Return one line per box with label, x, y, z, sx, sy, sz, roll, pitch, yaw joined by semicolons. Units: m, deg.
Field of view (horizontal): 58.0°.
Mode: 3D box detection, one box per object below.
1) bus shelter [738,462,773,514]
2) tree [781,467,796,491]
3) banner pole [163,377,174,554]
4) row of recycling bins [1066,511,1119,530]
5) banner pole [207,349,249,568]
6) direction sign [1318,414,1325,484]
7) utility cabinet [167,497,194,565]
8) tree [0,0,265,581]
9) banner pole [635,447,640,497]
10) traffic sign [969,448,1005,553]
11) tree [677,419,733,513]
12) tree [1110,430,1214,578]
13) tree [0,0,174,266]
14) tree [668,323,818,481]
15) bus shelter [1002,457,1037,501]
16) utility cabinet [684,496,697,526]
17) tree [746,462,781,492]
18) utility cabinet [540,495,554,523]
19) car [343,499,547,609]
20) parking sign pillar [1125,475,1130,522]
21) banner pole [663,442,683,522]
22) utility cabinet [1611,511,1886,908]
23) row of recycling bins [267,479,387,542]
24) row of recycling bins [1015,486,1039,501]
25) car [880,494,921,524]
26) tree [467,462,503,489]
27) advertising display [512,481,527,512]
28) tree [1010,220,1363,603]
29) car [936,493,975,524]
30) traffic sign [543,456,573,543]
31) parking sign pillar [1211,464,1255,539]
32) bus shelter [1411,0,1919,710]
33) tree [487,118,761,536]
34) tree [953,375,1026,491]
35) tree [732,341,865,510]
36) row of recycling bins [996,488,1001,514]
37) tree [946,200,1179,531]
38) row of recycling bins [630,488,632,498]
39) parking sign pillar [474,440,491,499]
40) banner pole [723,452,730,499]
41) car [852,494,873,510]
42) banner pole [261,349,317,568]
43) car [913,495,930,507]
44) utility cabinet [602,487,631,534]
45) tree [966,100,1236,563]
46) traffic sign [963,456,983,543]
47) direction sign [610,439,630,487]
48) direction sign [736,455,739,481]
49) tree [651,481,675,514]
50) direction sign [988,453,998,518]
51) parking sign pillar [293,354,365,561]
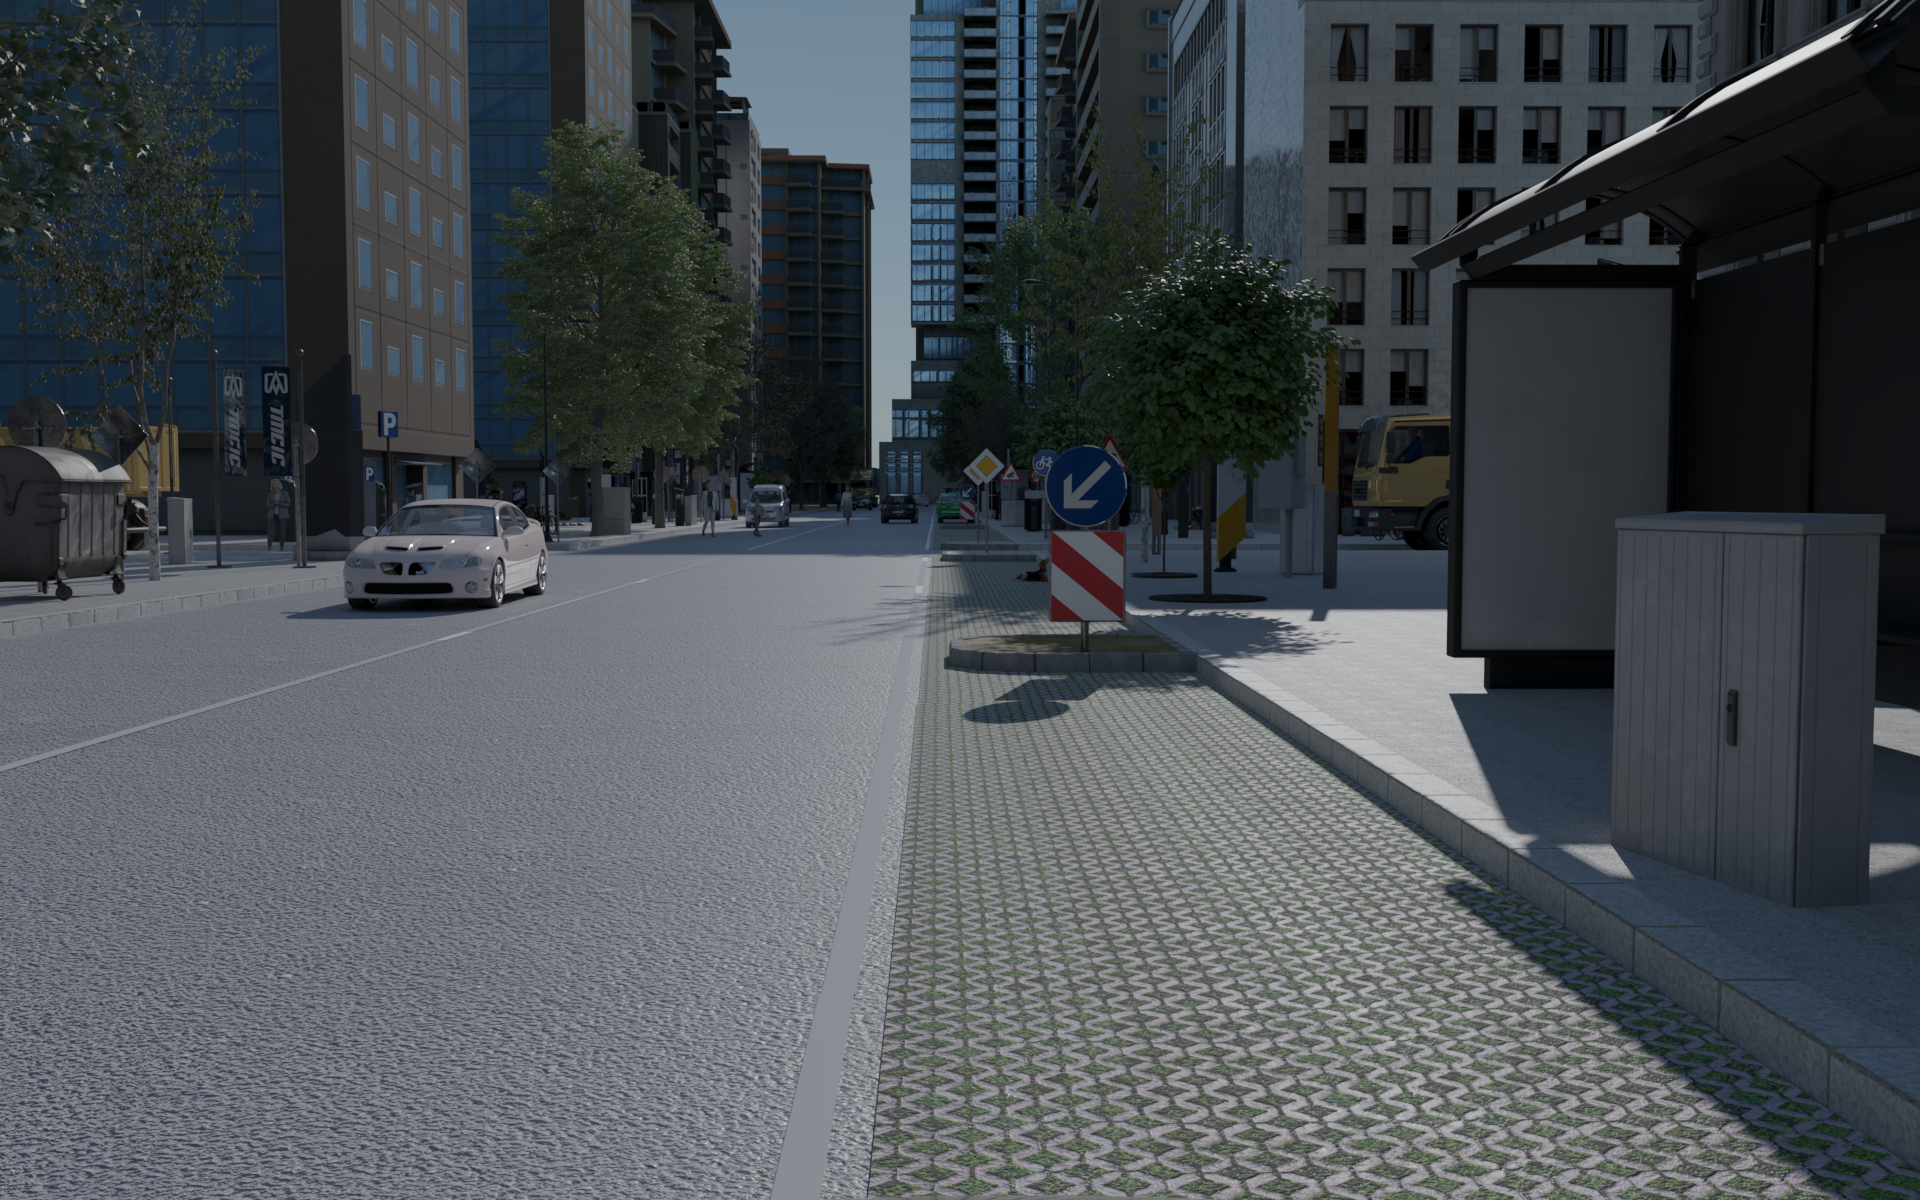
bus shelter;-13.400;-7.266;112.723;2.014;3.302;5.546;0;4;-1
tree;-12.733;-7.886;123.541;1.663;3.219;1.824;0;3;0
banner pole;-16.810;-2.869;36.921;0.401;3.779;0.863;-2;4;-25
row of recycling bins;3.574;-2.439;46.992;1.069;1.692;3.534;1;4;17
banner pole;-12.810;-2.464;30.296;0.401;3.779;0.863;2;4;29
direction sign;10.390;-3.519;49.528;0.379;3.537;0.876;2;4;32
utility cabinet;-14.400;-1.276;32.017;0.306;1.237;1.020;-1;4;-16
tree;-12.143;-4.605;25.653;4.360;8.622;3.978;0;3;0
banner pole;-15.085;-5.566;81.022;0.401;3.779;0.863;-2;4;-29
traffic sign;0.578;-2.081;37.675;0.795;2.450;0.064;0;4;-1
tree;-17.137;-10.088;115.294;4.737;8.622;4.395;0;3;0
tree;3.060;-1.971;26.823;1.663;3.219;1.824;0;3;0
tree;-11.438;-5.831;12.343;9.611;12.733;9.660;0;3;0
tree;-12.244;-9.782;94.344;8.767;10.594;7.601;-2;4;-33
bus shelter;3.149;-5.963;91.415;2.014;3.302;5.546;0;4;-1
utility cabinet;-10.927;-3.615;70.262;0.306;1.237;1.020;0;4;4
tree;-12.096;-6.662;103.520;1.663;3.219;1.824;0;3;0
utility cabinet;-18.213;-3.991;76.412;0.306;1.237;1.020;0;4;6
car;-6.782;-0.664;23.223;2.083;1.381;4.827;0;4;-2
parking sign pillar;7.454;-5.814;83.528;1.447;3.967;1.447;3;4;37
banner pole;-13.529;-5.649;82.371;0.863;3.779;0.401;2;4;28
utility cabinet;2.610;0.325;5.851;0.306;1.237;1.020;-1;4;-11
row of recycling bins;-17.433;-2.482;47.691;1.069;1.692;3.534;2;4;34
row of recycling bins;4.476;-4.845;86.325;3.534;1.692;1.069;0;4;-7
car;-2.971;-4.634;85.555;2.009;1.686;4.222;0;4;1
tree;-24.027;-5.734;88.345;1.663;3.219;1.824;0;3;0
advertising display;-22.070;-4.989;86.791;0.974;1.923;0.123;3;4;38
tree;3.095;-2.276;20.919;4.285;4.588;4.351;0;3;0
car;-0.202;-4.662;85.016;1.959;1.807;4.718;0;4;-2
traffic sign;-10.567;-2.562;45.538;0.795;2.450;0.064;0;4;-1
parking sign pillar;7.869;-3.787;50.397;1.447;3.967;1.447;3;5;41
bus shelter;4.045;-0.913;8.858;2.014;3.302;5.546;0;4;-1
tree;-10.812;-8.248;52.987;7.486;12.596;7.792;0;3;0
tree;2.149;-9.658;108.274;4.360;8.622;3.978;0;3;0
tree;-12.634;-13.920;137.961;12.009;13.543;11.850;0;3;0
row of recycling bins;2.922;-6.427;112.195;1.069;1.692;3.534;2;4;28
tree;3.454;-8.219;60.129;9.928;11.665;9.643;0;3;0
row of recycling bins;-22.511;-6.438;112.375;3.534;1.692;1.069;-3;4;-37
parking sign pillar;-23.778;-5.985;86.325;1.447;3.967;1.447;0;4;2
banner pole;-14.075;-6.996;104.407;0.401;3.779;0.863;2;4;35
car;-8.645;-8.748;152.821;2.009;1.686;4.222;0;4;-1
banner pole;-11.603;-2.439;29.897;0.863;3.779;0.401;-2;4;-28
car;-4.380;-10.894;190.474;2.083;1.381;4.827;0;4;-1
utility cabinet;-10.971;-2.831;54.961;1.173;1.500;0.318;2;4;34
tree;3.297;-4.997;32.063;4.737;8.622;4.395;0;3;0
traffic sign;0.476;-2.570;45.659;0.795;2.450;0.064;0;4;-1
direction sign;-13.959;-4.845;71.212;0.876;3.537;0.379;-3;5;-40
direction sign;-13.171;-6.684;101.280;0.379;3.537;0.876;2;4;26
tree;-18.874;-7.061;110.046;1.663;3.219;1.824;0;3;0
direction sign;1.630;-6.266;94.449;0.876;3.537;0.379;0;4;4
parking sign pillar;-12.298;-2.774;33.819;1.447;3.967;1.447;2;4;24
